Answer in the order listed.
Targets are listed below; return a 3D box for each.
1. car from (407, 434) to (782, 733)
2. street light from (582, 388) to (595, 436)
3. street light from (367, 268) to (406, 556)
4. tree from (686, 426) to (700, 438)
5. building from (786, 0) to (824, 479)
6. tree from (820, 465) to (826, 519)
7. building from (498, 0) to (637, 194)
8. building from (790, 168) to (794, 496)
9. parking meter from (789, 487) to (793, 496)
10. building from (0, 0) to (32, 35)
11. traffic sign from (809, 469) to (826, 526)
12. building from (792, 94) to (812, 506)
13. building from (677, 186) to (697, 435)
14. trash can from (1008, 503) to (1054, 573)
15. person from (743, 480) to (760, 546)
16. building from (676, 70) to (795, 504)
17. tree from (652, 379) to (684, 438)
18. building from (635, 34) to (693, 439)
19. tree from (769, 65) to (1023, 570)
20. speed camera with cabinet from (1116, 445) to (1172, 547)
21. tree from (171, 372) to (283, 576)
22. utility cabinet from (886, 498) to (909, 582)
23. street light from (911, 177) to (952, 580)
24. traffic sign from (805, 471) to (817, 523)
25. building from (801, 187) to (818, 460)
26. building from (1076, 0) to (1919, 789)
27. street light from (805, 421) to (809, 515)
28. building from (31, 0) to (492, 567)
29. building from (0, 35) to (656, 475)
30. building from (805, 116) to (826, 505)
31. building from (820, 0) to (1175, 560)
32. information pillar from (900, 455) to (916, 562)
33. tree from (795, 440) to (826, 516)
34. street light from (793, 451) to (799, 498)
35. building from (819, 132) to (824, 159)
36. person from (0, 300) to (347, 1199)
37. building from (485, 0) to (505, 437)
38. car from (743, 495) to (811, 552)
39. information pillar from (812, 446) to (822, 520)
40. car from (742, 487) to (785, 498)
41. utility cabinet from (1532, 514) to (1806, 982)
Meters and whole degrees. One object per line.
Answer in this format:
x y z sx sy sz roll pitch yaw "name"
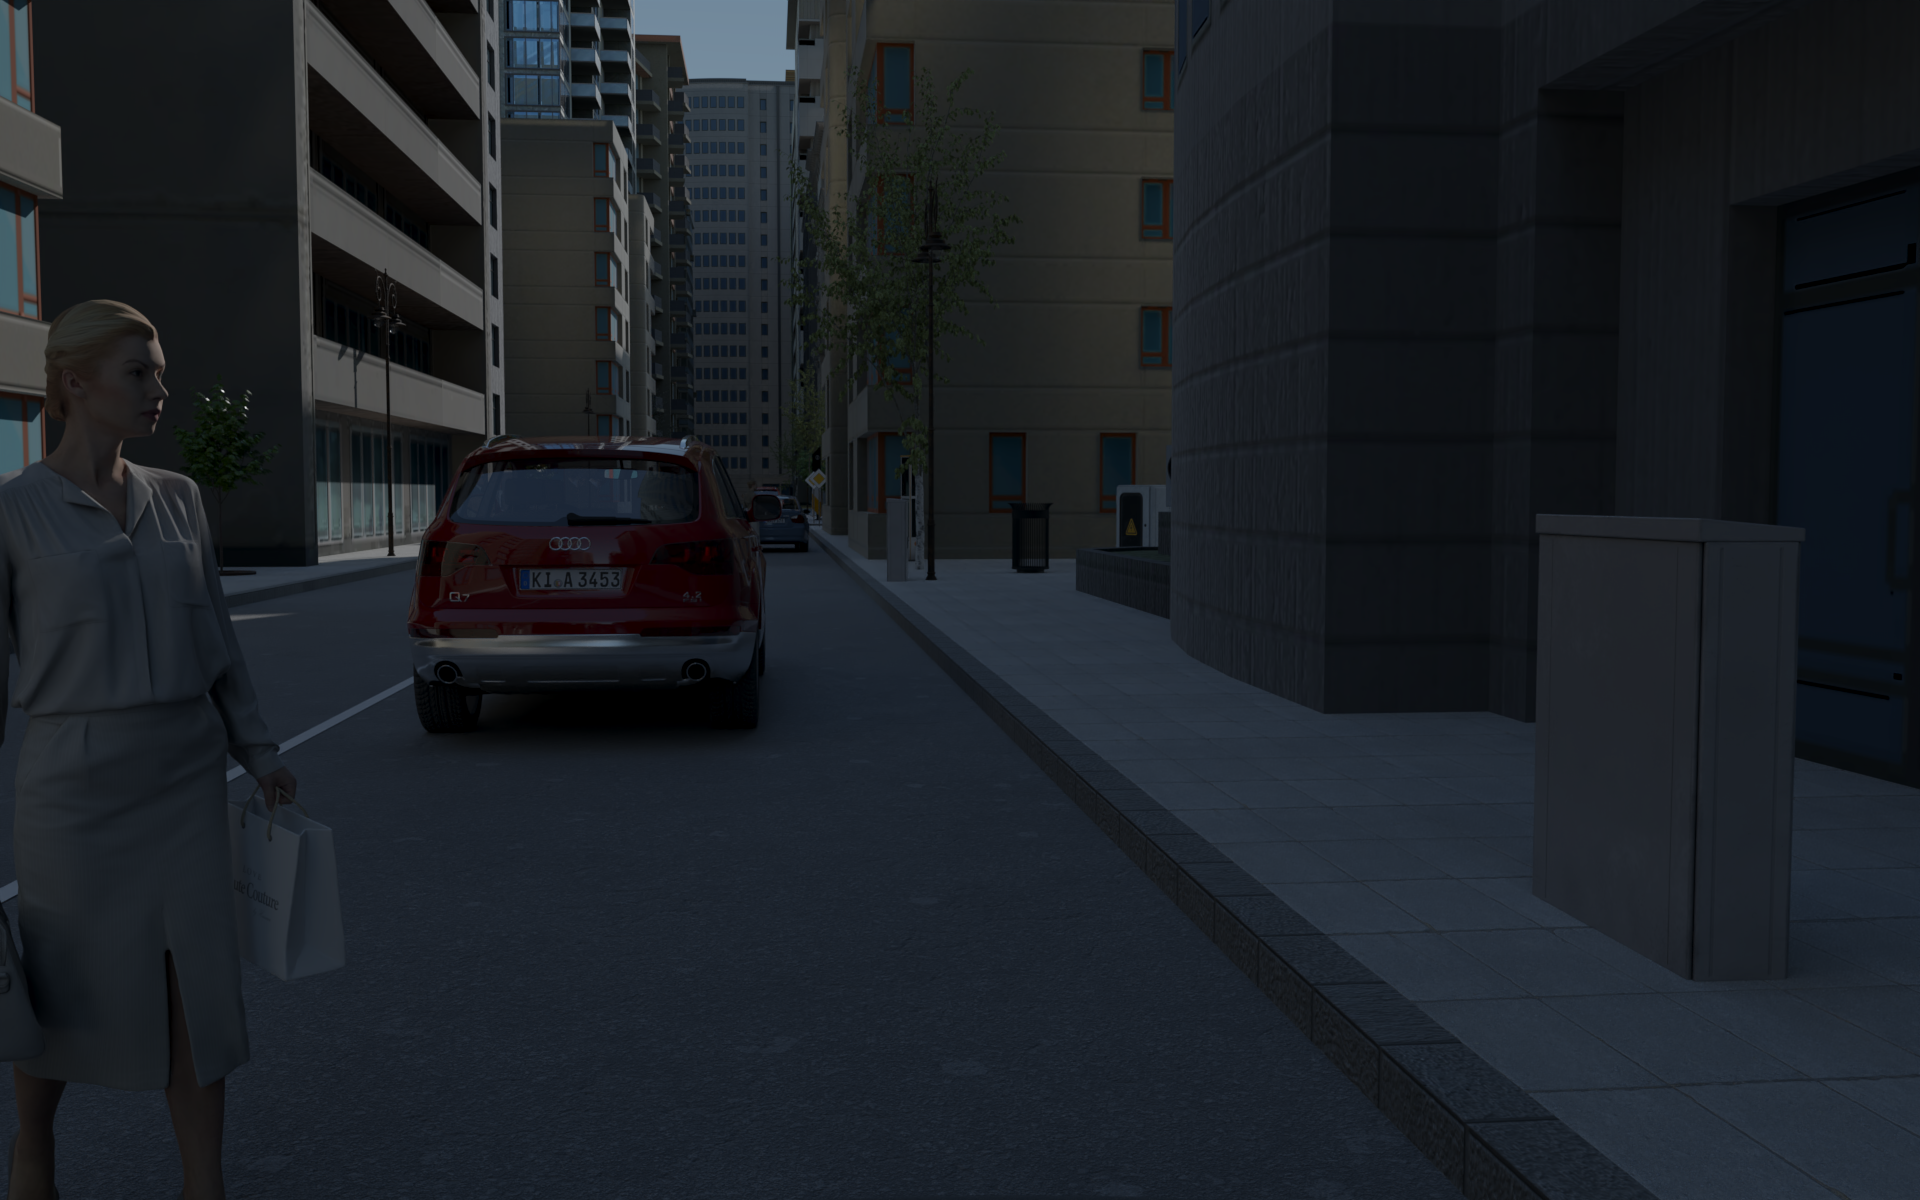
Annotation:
-2.383 -0.204 12.016 2.281 1.827 5.304 0 4 -6 "car"
-16.182 -6.286 75.564 0.468 5.910 1.993 0 4 -6 "street light"
-11.753 -3.843 35.614 0.468 5.910 1.993 0 4 -6 "street light"
-29.398 -14.338 184.791 4.360 8.622 3.978 0 3 0 "tree"
-3.209 -36.023 178.217 28.713 52.752 27.495 0 4 -6 "building"
-6.724 -5.833 89.967 1.663 3.219 1.824 0 3 0 "tree"
-34.521 -49.927 128.983 22.319 86.520 31.000 0 4 -6 "building"
-14.442 -32.813 220.090 14.154 41.232 14.086 0 4 -6 "building"
-14.251 -8.595 146.235 0.255 1.863 0.399 -1 4 -12 "parking meter"
-23.487 -9.825 5.674 27.650 21.520 28.899 0 4 -6 "building"
-5.574 -3.967 68.508 0.795 2.450 0.064 0 4 -6 "traffic sign"
-8.718 -35.404 202.552 21.300 48.544 21.600 0 4 -6 "building"
-44.003 -31.583 208.271 23.993 40.220 32.217 0 4 -6 "building"
1.148 -1.013 28.213 0.748 1.137 0.748 0 3 0 "trash can"
-4.842 -1.934 40.668 0.362 1.759 0.519 -3 5 -41 "person"
-31.468 -42.875 243.007 28.212 58.520 21.231 0 4 -6 "building"
-20.325 -9.873 111.780 4.360 8.622 3.978 0 3 0 "tree"
-36.686 -31.071 162.633 22.147 44.769 28.867 0 4 -6 "building"
-0.908 -4.817 29.112 4.737 8.622 4.395 0 3 0 "tree"
3.653 -2.247 31.071 0.660 3.252 2.038 -2 4 -34 "speed camera with cabinet"
-11.622 -2.012 27.506 1.663 3.219 1.824 0 3 0 "tree"
-0.921 -0.897 25.834 0.306 1.237 1.020 0 4 0 "utility cabinet"
-0.429 -3.234 25.664 0.468 5.910 1.993 0 4 -6 "street light"
-6.453 -4.453 76.445 0.795 2.450 0.064 0 4 -6 "traffic sign"
-5.404 -21.194 140.036 14.314 27.812 24.014 0 4 -6 "building"
12.328 -28.713 11.449 21.231 58.520 28.212 0 4 -6 "building"
-9.489 -8.247 107.623 0.468 5.910 1.993 0 4 -6 "street light"
-23.255 -25.355 38.264 21.300 48.544 21.600 0 4 -6 "building"
-31.350 -15.178 93.207 27.650 21.520 28.899 0 4 -6 "building"
-3.052 -20.122 116.388 14.401 28.519 23.554 0 4 -6 "building"
10.354 -12.479 49.070 27.650 21.520 28.899 0 4 -6 "building"
-0.924 -1.745 33.028 0.304 2.012 0.304 -3 5 -39 "information pillar"
-7.961 -7.178 101.067 4.285 4.588 4.351 0 3 0 "tree"
-14.230 -10.864 150.411 0.468 5.910 1.993 0 4 -6 "street light"
4.094 -15.081 82.728 21.152 22.565 11.583 0 4 -6 "building"
-1.562 0.343 3.240 0.694 1.780 0.624 -3 4 -38 "person"
-23.605 -17.635 60.028 14.107 30.474 14.160 0 4 -6 "building"
-4.777 -1.957 44.004 2.014 1.417 4.499 0 4 -8 "car"
-7.006 -5.712 84.746 0.504 3.616 0.183 2 4 29 "information pillar"
-10.258 -5.007 90.538 2.281 1.827 5.304 0 4 -8 "car"
2.022 0.375 5.037 0.306 1.237 1.020 0 4 -5 "utility cabinet"
